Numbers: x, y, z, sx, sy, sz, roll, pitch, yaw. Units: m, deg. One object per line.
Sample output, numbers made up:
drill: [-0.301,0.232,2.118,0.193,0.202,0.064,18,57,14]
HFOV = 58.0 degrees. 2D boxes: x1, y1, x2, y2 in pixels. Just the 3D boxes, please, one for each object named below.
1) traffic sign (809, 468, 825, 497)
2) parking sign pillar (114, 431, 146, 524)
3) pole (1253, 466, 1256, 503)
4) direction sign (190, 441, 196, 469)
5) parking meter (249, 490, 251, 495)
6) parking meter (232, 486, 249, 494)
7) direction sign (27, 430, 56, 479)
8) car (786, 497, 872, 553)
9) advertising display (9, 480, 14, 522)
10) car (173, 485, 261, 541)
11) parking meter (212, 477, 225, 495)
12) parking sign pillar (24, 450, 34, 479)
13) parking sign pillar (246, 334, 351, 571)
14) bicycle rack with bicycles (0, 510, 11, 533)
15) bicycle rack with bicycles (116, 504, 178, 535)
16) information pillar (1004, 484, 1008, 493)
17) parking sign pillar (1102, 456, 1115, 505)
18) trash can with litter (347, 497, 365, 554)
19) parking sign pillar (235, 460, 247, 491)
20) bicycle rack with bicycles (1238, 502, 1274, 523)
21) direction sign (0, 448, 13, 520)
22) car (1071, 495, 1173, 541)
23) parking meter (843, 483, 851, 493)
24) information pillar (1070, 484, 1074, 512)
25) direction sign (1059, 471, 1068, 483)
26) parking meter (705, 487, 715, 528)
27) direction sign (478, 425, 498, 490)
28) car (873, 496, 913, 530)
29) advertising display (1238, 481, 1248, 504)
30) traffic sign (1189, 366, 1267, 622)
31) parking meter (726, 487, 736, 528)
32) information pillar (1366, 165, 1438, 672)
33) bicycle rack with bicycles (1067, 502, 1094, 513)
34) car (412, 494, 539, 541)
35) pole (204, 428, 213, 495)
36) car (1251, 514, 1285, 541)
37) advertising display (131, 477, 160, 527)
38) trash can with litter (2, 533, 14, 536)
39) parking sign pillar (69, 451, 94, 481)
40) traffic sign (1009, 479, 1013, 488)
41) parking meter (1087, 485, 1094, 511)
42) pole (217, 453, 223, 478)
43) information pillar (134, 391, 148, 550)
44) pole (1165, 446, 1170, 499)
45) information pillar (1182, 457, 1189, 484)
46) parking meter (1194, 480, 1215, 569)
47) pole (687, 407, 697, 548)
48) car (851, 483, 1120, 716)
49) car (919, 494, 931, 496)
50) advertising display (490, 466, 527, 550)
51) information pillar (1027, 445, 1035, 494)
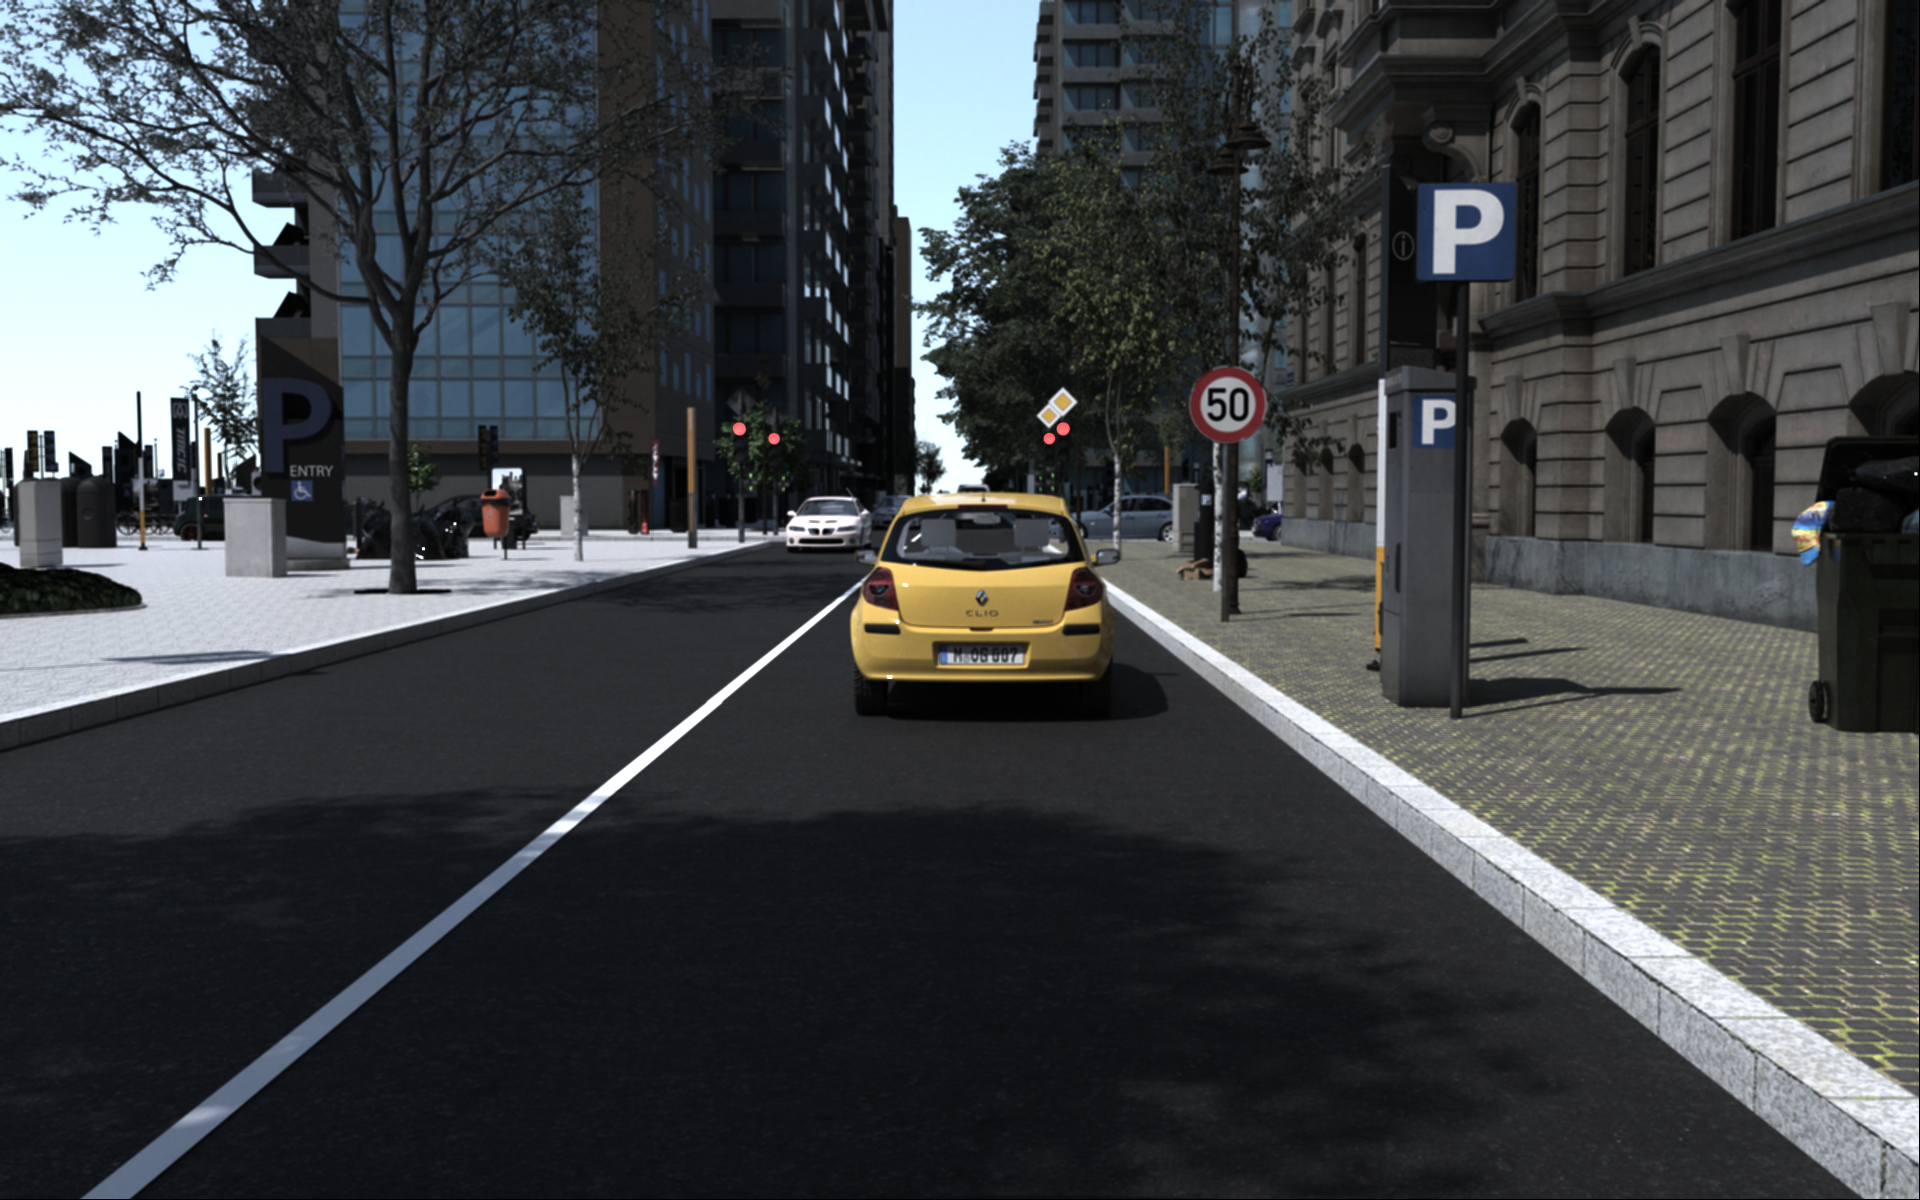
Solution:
traffic sign: [-5.636,-4.044,68.249,0.606,2.300,0.079,0,4,4]
parking sign pillar: [-35.481,-5.234,74.041,1.447,3.967,1.447,1,4,17]
pole: [21.265,-8.031,125.142,0.158,3.312,0.155,0,3,0]
direction sign: [-33.106,-5.050,74.560,0.876,3.537,0.379,2,4,32]
parking meter: [-39.001,-5.288,94.867,0.372,1.533,0.369,0,3,0]
parking meter: [-23.738,-2.970,56.979,0.372,1.533,0.369,0,3,0]
direction sign: [-32.670,-4.261,61.663,0.876,3.537,0.379,-1,4,-21]
car: [-3.264,-1.925,43.842,2.083,1.381,4.827,0,4,2]
advertising display: [-44.249,-4.622,80.787,0.123,1.923,0.974,-2,4,-25]
car: [-19.960,-2.390,48.863,4.222,1.686,2.009,0,4,-1]
parking meter: [-24.763,-3.188,57.831,0.255,1.863,0.399,3,5,42]
parking sign pillar: [-57.263,-7.218,106.483,1.447,3.967,1.447,-2,4,-32]
parking sign pillar: [-11.123,-2.498,29.315,1.447,3.967,1.447,-1,4,-11]
bicycle rack with bicycles: [-31.100,-2.682,57.237,2.852,0.926,2.925,0,4,-7]
bicycle rack with bicycles: [-25.802,-2.544,54.968,2.925,0.926,2.852,0,4,-1]
information pillar: [3.185,-7.096,120.509,0.304,2.012,0.304,0,4,5]
parking sign pillar: [10.586,-8.106,121.004,1.447,3.967,1.447,2,4,33]
trash can with litter: [-13.041,-1.650,38.042,1.678,1.210,2.233,-1,4,-13]
parking sign pillar: [-47.440,-7.748,115.152,1.447,3.967,1.447,-1,4,-14]
bicycle rack with bicycles: [13.116,-3.837,76.124,2.852,0.926,2.925,1,4,22]
direction sign: [-46.601,-5.652,84.410,0.379,3.537,0.876,3,4,37]
car: [4.741,-2.308,49.742,4.499,1.417,2.014,0,4,1]
parking meter: [-5.951,-5.221,91.070,0.399,1.863,0.255,1,4,22]
information pillar: [8.064,-7.363,124.882,0.304,2.012,0.304,1,4,8]
direction sign: [7.005,-7.716,118.154,0.876,3.537,0.379,2,4,35]
parking meter: [-9.550,-3.535,66.213,0.372,1.533,0.369,0,3,0]
direction sign: [-15.569,-3.990,57.227,0.379,3.537,0.876,2,4,28]
car: [-2.523,-3.605,71.298,2.083,1.381,4.827,0,4,1]
advertising display: [14.141,-5.045,87.703,0.974,1.923,0.123,3,4,38]
traffic sign: [2.663,-1.052,17.301,0.768,2.556,0.104,0,4,3]
parking meter: [-8.752,-3.531,66.147,0.372,1.533,0.369,0,3,0]
information pillar: [3.229,-1.297,12.559,0.504,3.616,0.183,-2,4,-28]
bicycle rack with bicycles: [4.819,-3.829,75.993,2.925,0.926,2.852,0,4,-2]
car: [-14.446,-2.495,50.575,4.222,1.686,2.009,0,4,2]
pole: [-23.100,-3.633,53.246,0.158,3.312,0.155,0,3,0]
car: [10.277,-2.240,49.209,3.894,1.354,1.945,0,4,2]
advertising display: [-31.485,-3.776,66.959,0.974,1.923,0.123,-2,4,-34]
trash can with litter: [-28.617,-2.635,54.136,2.233,1.210,1.678,-1,4,-21]
parking sign pillar: [-55.075,-7.347,108.602,1.447,3.967,1.447,3,5,45]
traffic sign: [3.625,-7.075,117.803,0.606,2.300,0.079,0,4,1]
parking meter: [8.751,-6.767,116.351,0.399,1.863,0.255,-1,4,-19]
pole: [-36.321,-5.579,85.066,0.158,3.312,0.155,0,3,0]
information pillar: [-18.747,-2.953,39.644,0.183,3.616,0.504,-2,4,-24]
pole: [8.855,-4.904,74.031,0.158,3.312,0.155,0,3,0]
information pillar: [14.251,-7.211,109.262,0.504,3.616,0.183,3,4,37]
parking meter: [4.079,-1.245,28.772,0.372,1.533,0.369,0,3,0]
pole: [-6.320,-2.875,40.856,0.158,3.312,0.155,0,3,0]
car: [0.191,-0.149,12.653,2.015,1.641,3.980,0,4,2]
car: [-2.325,-6.862,124.197,2.014,1.417,4.499,0,4,2]
advertising display: [-10.443,-2.133,40.089,0.974,1.923,0.123,2,4,26]
information pillar: [3.008,-5.020,73.435,0.183,3.616,0.504,2,4,35]
